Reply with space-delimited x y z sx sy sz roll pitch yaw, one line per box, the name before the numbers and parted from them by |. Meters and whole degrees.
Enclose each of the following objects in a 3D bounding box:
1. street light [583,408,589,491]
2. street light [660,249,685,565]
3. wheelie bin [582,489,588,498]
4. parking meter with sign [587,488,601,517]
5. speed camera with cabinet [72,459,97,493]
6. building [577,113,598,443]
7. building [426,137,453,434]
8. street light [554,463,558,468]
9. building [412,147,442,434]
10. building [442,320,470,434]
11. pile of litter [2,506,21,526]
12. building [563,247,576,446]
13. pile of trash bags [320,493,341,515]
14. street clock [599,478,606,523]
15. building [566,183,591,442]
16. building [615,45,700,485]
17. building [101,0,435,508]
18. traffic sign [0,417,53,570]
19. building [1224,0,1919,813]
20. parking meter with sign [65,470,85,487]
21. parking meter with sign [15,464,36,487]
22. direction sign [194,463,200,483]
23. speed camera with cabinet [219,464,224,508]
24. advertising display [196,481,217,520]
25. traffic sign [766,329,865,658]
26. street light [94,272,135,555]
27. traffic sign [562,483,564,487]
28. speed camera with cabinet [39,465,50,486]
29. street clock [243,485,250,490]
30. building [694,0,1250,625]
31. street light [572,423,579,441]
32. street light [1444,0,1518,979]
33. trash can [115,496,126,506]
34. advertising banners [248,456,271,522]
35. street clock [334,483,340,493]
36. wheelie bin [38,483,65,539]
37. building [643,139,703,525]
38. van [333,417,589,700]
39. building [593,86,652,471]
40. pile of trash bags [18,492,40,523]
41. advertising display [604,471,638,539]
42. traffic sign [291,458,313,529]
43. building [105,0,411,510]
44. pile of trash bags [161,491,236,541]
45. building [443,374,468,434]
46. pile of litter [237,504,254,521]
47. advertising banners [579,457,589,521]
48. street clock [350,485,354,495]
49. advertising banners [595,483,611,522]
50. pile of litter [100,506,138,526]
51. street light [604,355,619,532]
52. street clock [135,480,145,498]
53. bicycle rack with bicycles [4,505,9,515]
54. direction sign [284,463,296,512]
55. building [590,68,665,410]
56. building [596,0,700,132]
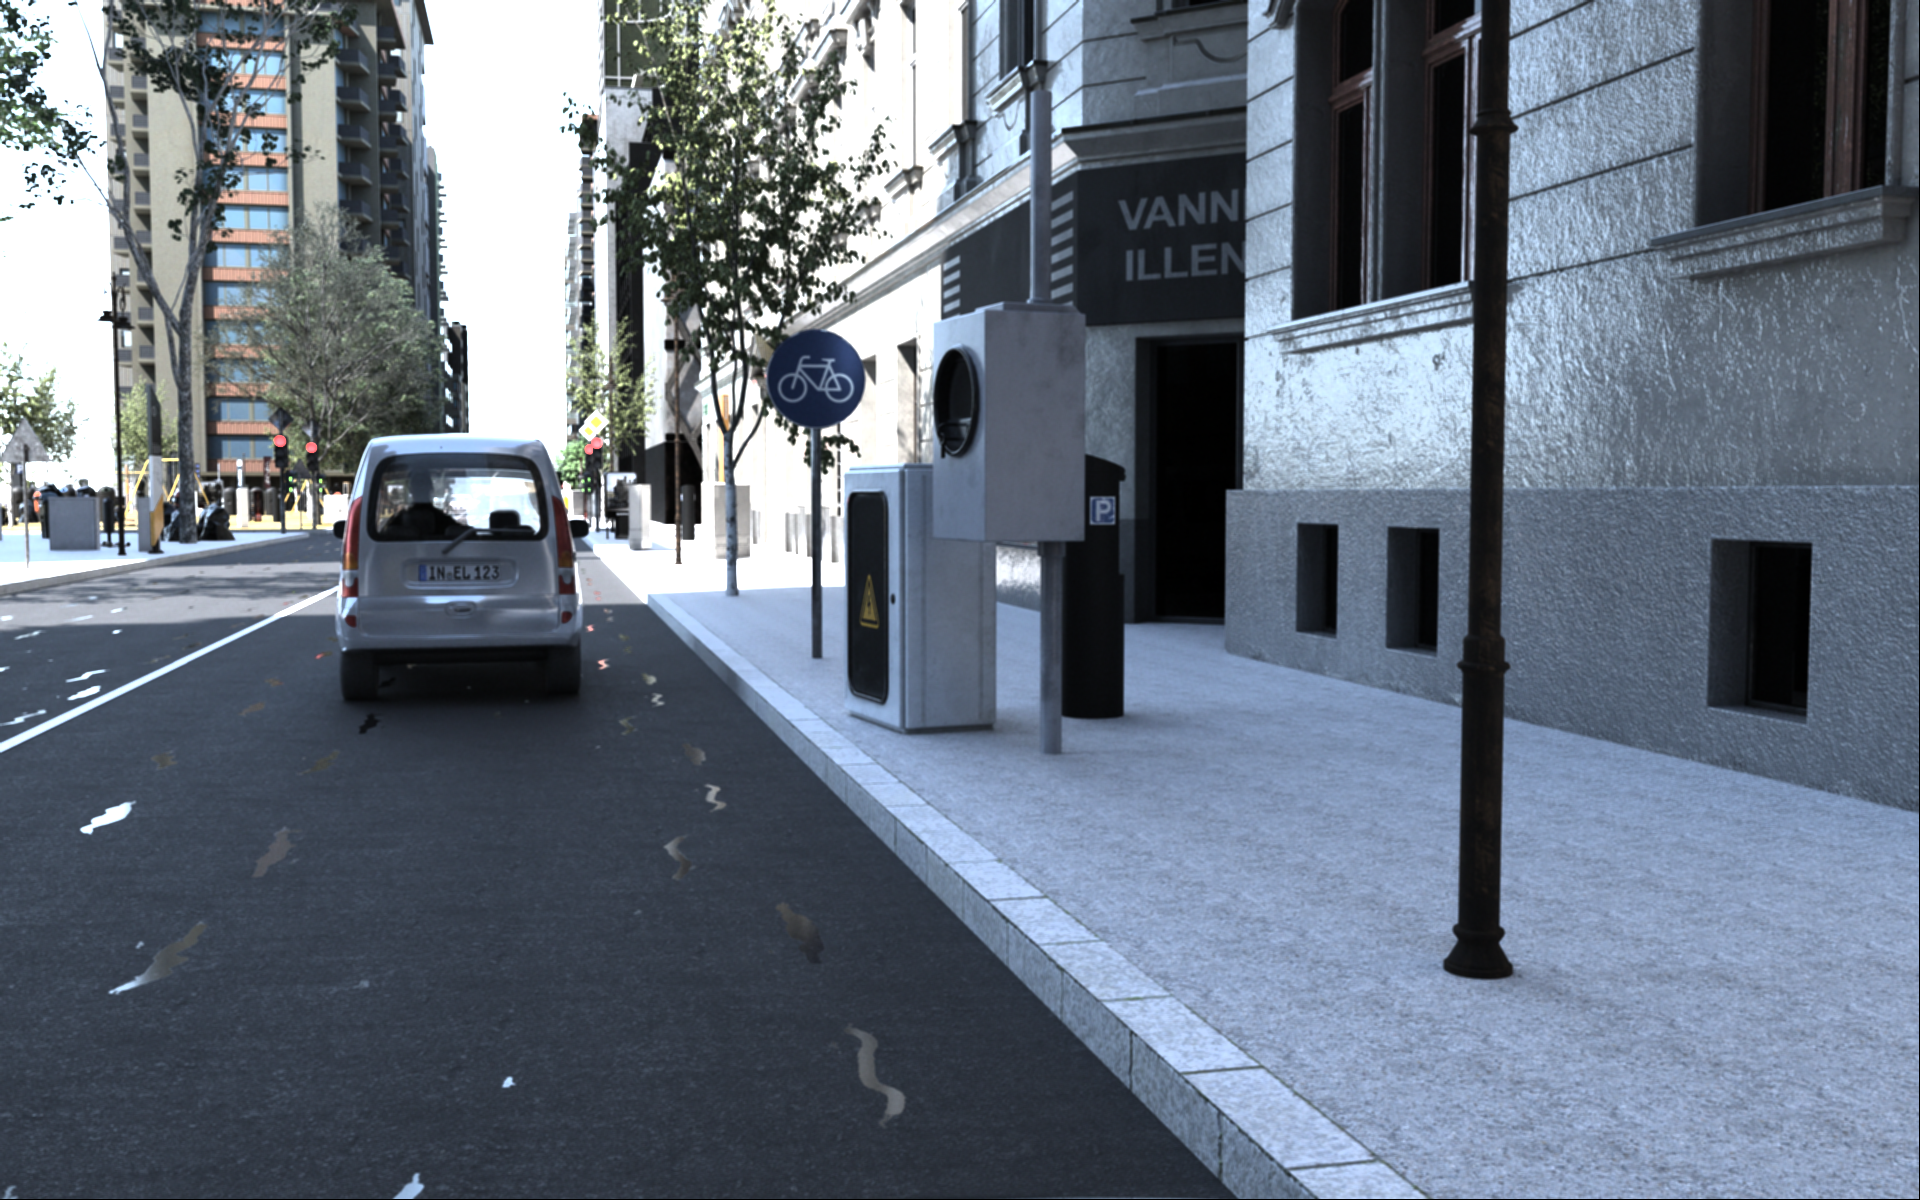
street light | -18.217 -6.863 85.000 0.468 5.910 1.993 -1 4 -14
street light | -5.085 -3.567 31.114 0.468 5.910 1.993 -1 4 -14
wheelie bin | -22.987 -5.981 105.701 0.693 1.594 0.980 1 4 20
parking meter with sign | -20.475 -6.167 97.096 1.738 3.016 0.543 3 5 44
speed camera with cabinet | -48.997 -6.319 97.652 0.660 3.252 2.038 1 4 20
building | -32.413 -33.323 199.451 22.147 44.769 28.867 -1 4 -14
building | -79.797 -37.384 230.833 23.786 49.044 30.456 -1 4 -14
street light | -49.545 -14.694 213.038 0.468 5.910 1.993 -1 4 -14
building | -66.715 -31.390 196.821 14.154 41.232 14.086 -1 4 -14
building | -87.405 -31.219 282.129 14.160 30.474 14.107 -1 4 -14
pile of litter | -39.050 -3.443 70.261 1.719 0.858 1.176 -2 4 -32
building | -58.724 -37.012 288.744 14.154 41.232 14.086 -1 4 -14
pile of trash bags | -38.415 -5.883 105.937 1.912 1.369 3.447 -2 4 -34
street clock | -15.682 -4.378 76.152 0.471 2.002 0.358 0 4 2
building | -49.062 -39.628 267.530 23.786 49.044 30.456 -1 4 -14
building | -12.148 -16.203 94.604 12.332 23.373 15.834 -1 4 -14
building | -67.974 -35.768 174.038 28.713 52.752 27.495 -1 4 -14
traffic sign | -15.772 -1.787 29.229 0.884 2.594 0.081 0 4 -6
building | 10.808 -13.236 3.801 14.401 28.519 23.554 -1 4 -14
parking meter with sign | -63.011 -7.736 122.745 0.543 3.016 1.738 3 5 39
parking meter with sign | -54.209 -6.399 100.883 1.738 3.016 0.543 2 4 29
direction sign | -56.407 -8.295 127.616 0.876 3.537 0.379 1 4 9
speed camera with cabinet | -48.012 -7.243 112.766 0.660 3.252 2.038 0 4 7
advertising display | -36.255 -4.782 83.400 0.123 1.923 0.974 3 4 39
traffic sign | -1.119 -0.819 13.496 0.768 2.556 0.104 0 4 -5
street light | -17.592 -3.877 36.184 0.468 5.910 1.993 -1 4 -14
traffic sign | -31.023 -8.362 136.729 0.884 2.594 0.081 0 4 -6
speed camera with cabinet | -61.985 -7.601 118.606 2.038 3.252 0.660 1 4 11
street clock | -54.683 -7.844 132.822 0.471 2.002 0.358 1 4 12
building | 4.317 -15.935 36.949 17.030 29.872 44.131 -1 4 -14
street light | -24.702 -8.473 111.317 0.468 5.910 1.993 -1 4 -14
street light | 1.395 -1.939 4.486 0.468 5.910 1.993 -1 4 -14
trash can | -50.417 -5.643 103.911 0.748 1.137 0.748 0 3 0
advertising banners | -32.496 -5.128 80.031 0.090 3.025 2.074 1 4 18
street clock | -42.105 -6.885 117.140 0.358 2.002 0.471 0 4 5
wheelie bin | -26.275 -2.583 50.135 0.693 1.594 0.980 -3 5 -41
building | -5.385 -12.920 78.697 16.811 18.784 16.820 -1 4 -14
van | -3.897 -0.402 13.578 2.013 2.044 4.112 -1 4 -15
building | -17.040 -17.965 111.742 12.078 24.808 19.932 -1 4 -14
pile of trash bags | -40.872 -4.111 76.975 1.912 1.369 3.447 -2 4 -27
advertising display | -9.659 -2.700 49.362 0.974 1.923 0.123 -2 4 -33
traffic sign | -23.869 -3.833 62.677 0.884 2.594 0.081 -1 4 -11
building | -58.888 -30.147 147.522 22.147 44.769 28.867 -1 4 -14
pile of trash bags | -21.586 -2.371 48.512 1.912 1.369 3.447 -2 4 -33
building | -88.791 -25.378 259.974 27.650 21.520 28.899 -1 4 -14
pile of litter | -34.396 -4.268 83.751 1.176 0.858 1.719 0 4 0
advertising banners | -17.927 -5.301 82.853 0.090 3.025 2.074 0 4 2
street clock | -46.636 -7.856 133.018 0.358 2.002 0.471 1 4 19
advertising banners | -16.297 -5.060 78.912 0.090 3.025 2.074 1 4 10
pile of litter | -33.965 -3.441 70.218 1.719 0.858 1.176 -2 4 -23
street light | -11.624 -5.199 57.790 0.468 5.910 1.993 -1 4 -14
street clock | -41.039 -5.024 86.713 0.471 2.002 0.358 2 4 24
bicycle rack with bicycles | -57.019 -5.650 105.756 2.925 0.926 2.852 0 4 -8
direction sign | -48.910 -8.214 126.299 0.876 3.537 0.379 -1 4 -9
building | -16.851 -28.304 154.647 32.217 40.220 23.993 -1 4 -14
building | -27.877 -45.020 174.332 20.563 71.187 20.611 -1 4 -14
